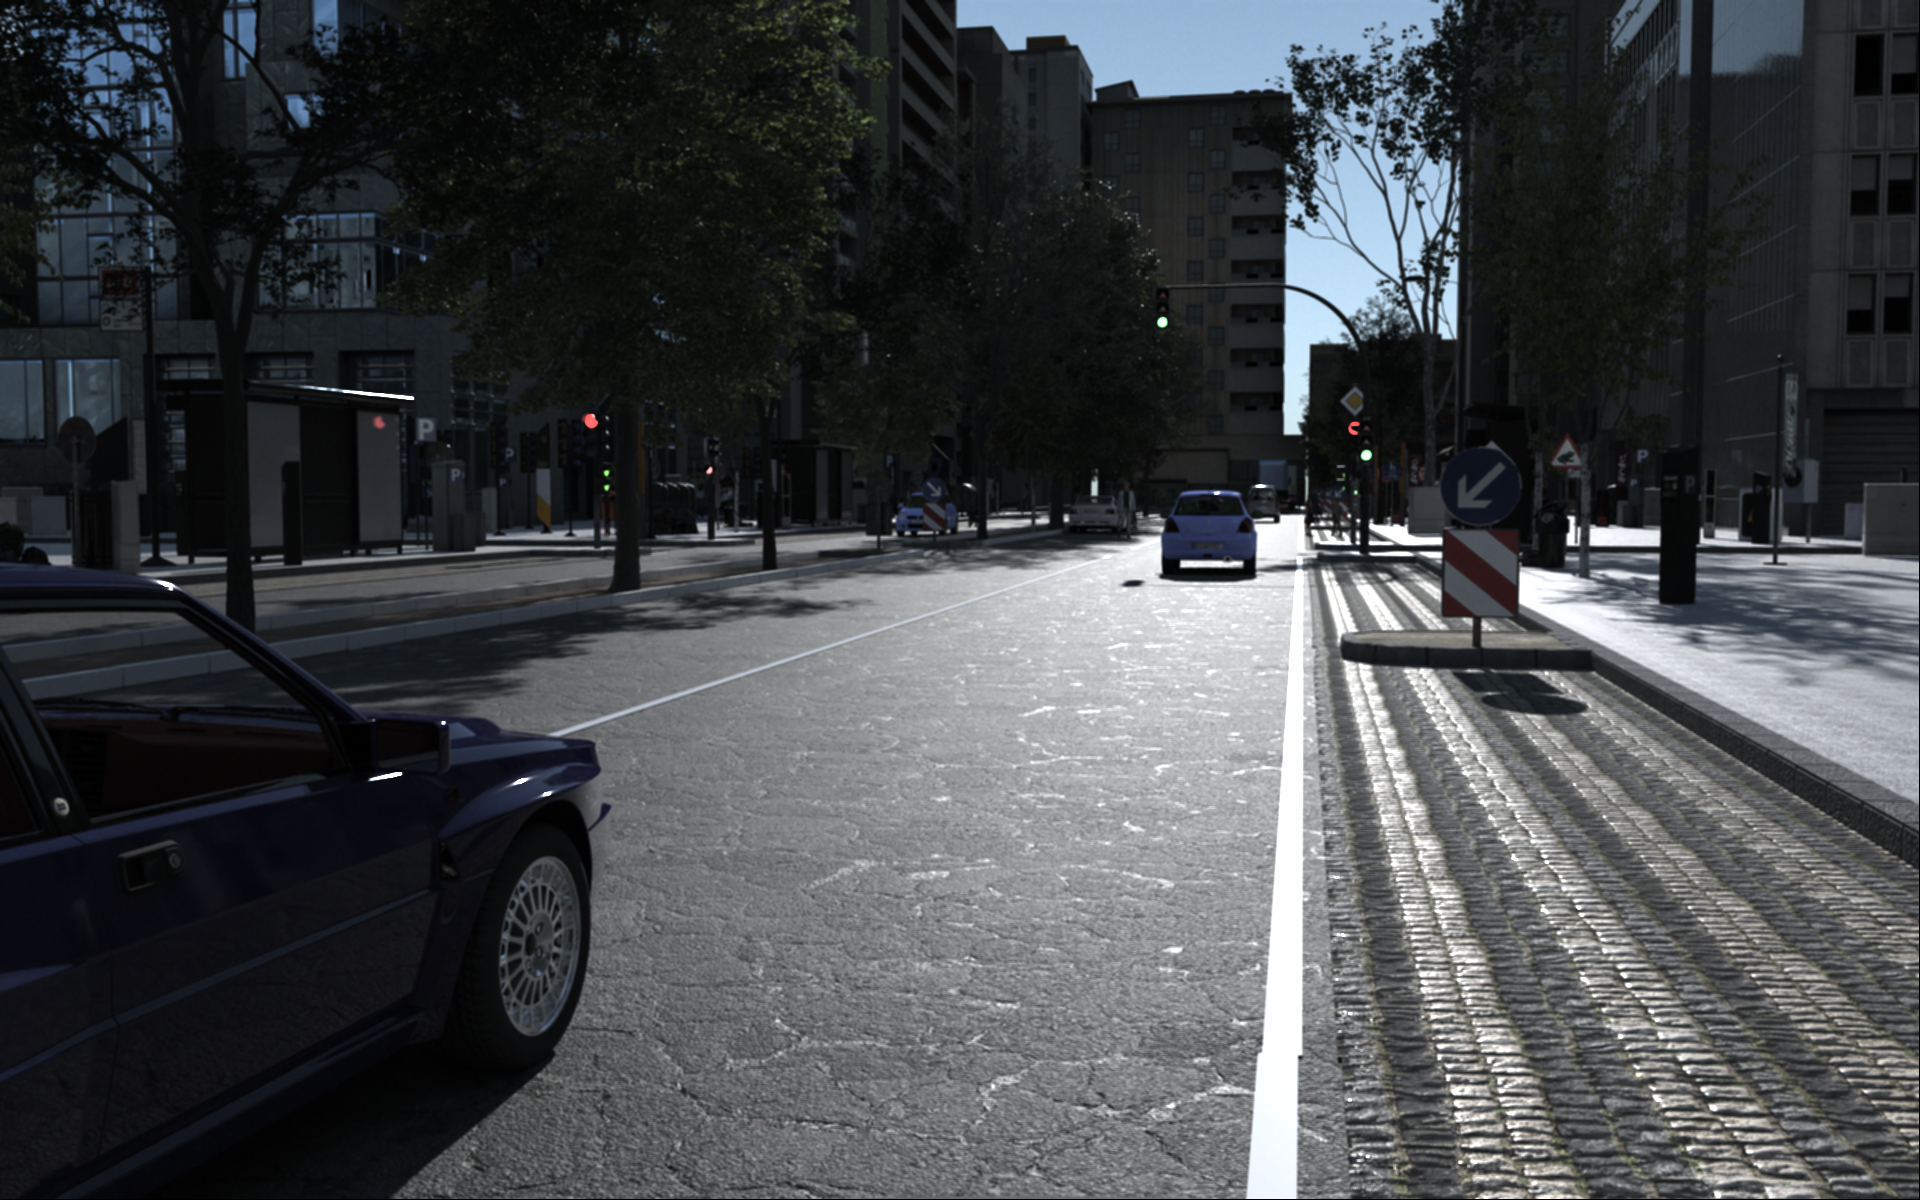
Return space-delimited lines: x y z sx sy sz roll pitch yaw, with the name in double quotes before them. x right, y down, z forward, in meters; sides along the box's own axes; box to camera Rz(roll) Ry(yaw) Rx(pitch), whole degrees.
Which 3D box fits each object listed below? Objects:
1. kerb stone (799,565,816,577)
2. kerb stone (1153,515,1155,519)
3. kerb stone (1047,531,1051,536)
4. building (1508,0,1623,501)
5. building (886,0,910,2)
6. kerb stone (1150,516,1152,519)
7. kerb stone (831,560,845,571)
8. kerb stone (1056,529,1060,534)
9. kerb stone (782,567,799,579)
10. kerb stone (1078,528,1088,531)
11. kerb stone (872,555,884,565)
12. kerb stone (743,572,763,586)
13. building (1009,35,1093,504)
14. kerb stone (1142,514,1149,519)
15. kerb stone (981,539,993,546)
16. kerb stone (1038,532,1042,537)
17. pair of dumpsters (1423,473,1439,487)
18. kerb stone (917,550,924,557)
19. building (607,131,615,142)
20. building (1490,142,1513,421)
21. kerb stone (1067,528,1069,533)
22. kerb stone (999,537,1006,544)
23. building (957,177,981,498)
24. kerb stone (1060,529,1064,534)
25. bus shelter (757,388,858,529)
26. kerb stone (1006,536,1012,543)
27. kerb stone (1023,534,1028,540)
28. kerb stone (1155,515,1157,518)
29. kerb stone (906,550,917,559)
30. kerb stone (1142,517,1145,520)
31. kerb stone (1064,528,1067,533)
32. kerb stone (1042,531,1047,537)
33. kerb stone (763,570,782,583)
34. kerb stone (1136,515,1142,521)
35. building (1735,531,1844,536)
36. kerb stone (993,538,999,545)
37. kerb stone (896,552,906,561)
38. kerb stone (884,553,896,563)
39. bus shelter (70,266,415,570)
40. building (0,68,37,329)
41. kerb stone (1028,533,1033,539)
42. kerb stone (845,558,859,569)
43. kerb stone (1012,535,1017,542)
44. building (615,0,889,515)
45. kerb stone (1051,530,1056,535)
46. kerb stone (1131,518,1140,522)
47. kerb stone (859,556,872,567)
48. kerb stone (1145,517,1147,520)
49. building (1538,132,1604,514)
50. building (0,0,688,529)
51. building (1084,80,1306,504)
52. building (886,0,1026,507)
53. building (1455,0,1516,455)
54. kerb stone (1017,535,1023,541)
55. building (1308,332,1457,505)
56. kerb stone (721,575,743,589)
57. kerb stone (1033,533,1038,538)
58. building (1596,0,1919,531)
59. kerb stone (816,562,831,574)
"kerb stone" -2.779 -0.496 30.429 0.120 0.150 1.000 1 4 11
"kerb stone" 11.060 -4.785 100.424 0.120 0.150 1.000 1 4 11
"kerb stone" 2.902 -2.262 59.184 0.120 0.150 1.000 1 4 11
"building" 48.370 -27.274 129.521 14.154 41.232 14.086 1 4 11
"building" -12.771 -31.406 137.193 21.300 48.544 21.600 1 4 11
"kerb stone" 10.661 -4.656 98.417 0.120 0.150 1.000 1 4 11
"kerb stone" -2.382 -0.626 32.436 0.120 0.150 1.000 1 4 11
"kerb stone" 3.300 -2.383 61.190 0.120 0.150 1.000 1 4 11
"kerb stone" -2.984 -0.441 29.428 0.120 0.150 1.000 1 4 11
"kerb stone" 4.883 -2.875 69.241 0.120 0.150 1.000 1 4 11
"kerb stone" -1.794 -0.811 35.463 0.120 0.150 1.000 1 4 11
"kerb stone" -3.373 -0.320 27.420 0.120 0.150 1.000 1 4 11
"building" 3.005 -41.991 228.558 28.212 58.520 21.231 1 4 11
"kerb stone" 10.263 -4.539 96.410 0.120 0.150 1.000 1 4 11
"kerb stone" 0.709 -1.583 48.089 0.120 0.150 1.000 1 4 11
"kerb stone" 2.500 -2.139 57.162 0.120 0.150 1.000 1 4 11
"pair of dumpsters" 22.388 -4.777 80.598 1.574 2.255 4.437 1 4 11
"kerb stone" -0.981 -1.057 39.476 0.120 0.150 1.000 1 4 11
"building" -26.277 -45.534 182.729 20.611 71.187 20.563 1 4 11
"building" 51.163 -22.749 143.643 14.160 30.474 14.107 1 4 11
"kerb stone" 3.907 -2.570 64.211 0.120 0.150 1.000 1 4 11
"kerb stone" 1.104 -1.707 50.097 0.120 0.150 1.000 1 4 11
"building" -6.269 -23.421 154.628 14.160 30.474 14.107 1 4 11
"kerb stone" 3.500 -2.445 62.192 0.120 0.150 1.000 1 4 11
"bus shelter" -6.138 -5.538 68.174 2.179 5.291 8.768 1 4 11
"kerb stone" 1.308 -1.764 51.115 0.120 0.150 1.000 1 4 11
"kerb stone" 1.902 -1.953 54.128 0.120 0.150 1.000 1 4 11
"kerb stone" 11.263 -4.844 101.429 0.120 0.150 1.000 1 4 11
"kerb stone" -1.186 -0.992 38.470 0.120 0.150 1.000 1 4 11
"kerb stone" 9.864 -4.416 94.395 0.120 0.150 1.000 1 4 11
"kerb stone" 3.703 -2.508 63.209 0.120 0.150 1.000 1 4 11
"kerb stone" 2.706 -2.198 58.164 0.120 0.150 1.000 1 4 11
"kerb stone" -3.169 -0.381 28.421 0.120 0.150 1.000 1 4 11
"kerb stone" 9.476 -4.293 92.379 0.120 0.150 1.000 1 4 11
"building" 36.150 -14.553 55.964 19.932 24.808 12.078 1 4 11
"kerb stone" 0.903 -1.645 49.094 0.120 0.150 1.000 1 4 11
"kerb stone" -1.386 -0.933 37.466 0.120 0.150 1.000 1 4 11
"kerb stone" -1.585 -0.873 36.463 0.120 0.150 1.000 1 4 11
"bus shelter" -13.605 -3.391 33.081 2.179 5.291 8.768 1 4 11
"building" -55.314 -14.450 81.294 28.899 21.520 27.650 1 4 11
"kerb stone" 2.107 -2.015 55.139 0.120 0.150 1.000 1 4 11
"kerb stone" -2.179 -0.688 33.448 0.120 0.150 1.000 1 4 11
"kerb stone" 1.504 -1.829 52.118 0.120 0.150 1.000 1 4 11
"building" -12.960 -26.136 110.921 14.154 41.232 14.086 1 4 11
"kerb stone" 3.111 -2.321 60.185 0.120 0.150 1.000 1 4 11
"kerb stone" 9.263 -4.231 91.379 0.120 0.150 1.000 1 4 11
"kerb stone" -1.988 -0.749 34.452 0.120 0.150 1.000 1 4 11
"kerb stone" 10.059 -4.478 95.408 0.120 0.150 1.000 1 4 11
"building" 42.672 -17.181 99.972 14.314 24.678 30.058 1 4 11
"building" -26.669 -46.773 77.417 22.319 86.520 31.000 1 4 11
"building" 31.707 -39.051 227.722 27.495 52.752 28.713 1 4 11
"building" -5.254 -33.992 179.475 21.600 48.544 21.300 1 4 11
"building" 57.995 -38.004 163.360 21.231 58.520 28.212 1 4 11
"kerb stone" 1.707 -1.892 53.124 0.120 0.150 1.000 1 4 11
"building" 59.460 -23.045 221.821 28.899 21.520 27.650 1 4 11
"kerb stone" -3.572 -0.258 26.417 0.120 0.150 1.000 1 4 11
"kerb stone" 2.305 -2.074 56.142 0.120 0.150 1.000 1 4 11
"building" 35.945 -15.751 75.555 12.078 24.808 19.932 1 4 11
"kerb stone" -2.582 -0.559 31.434 0.120 0.150 1.000 1 4 11
